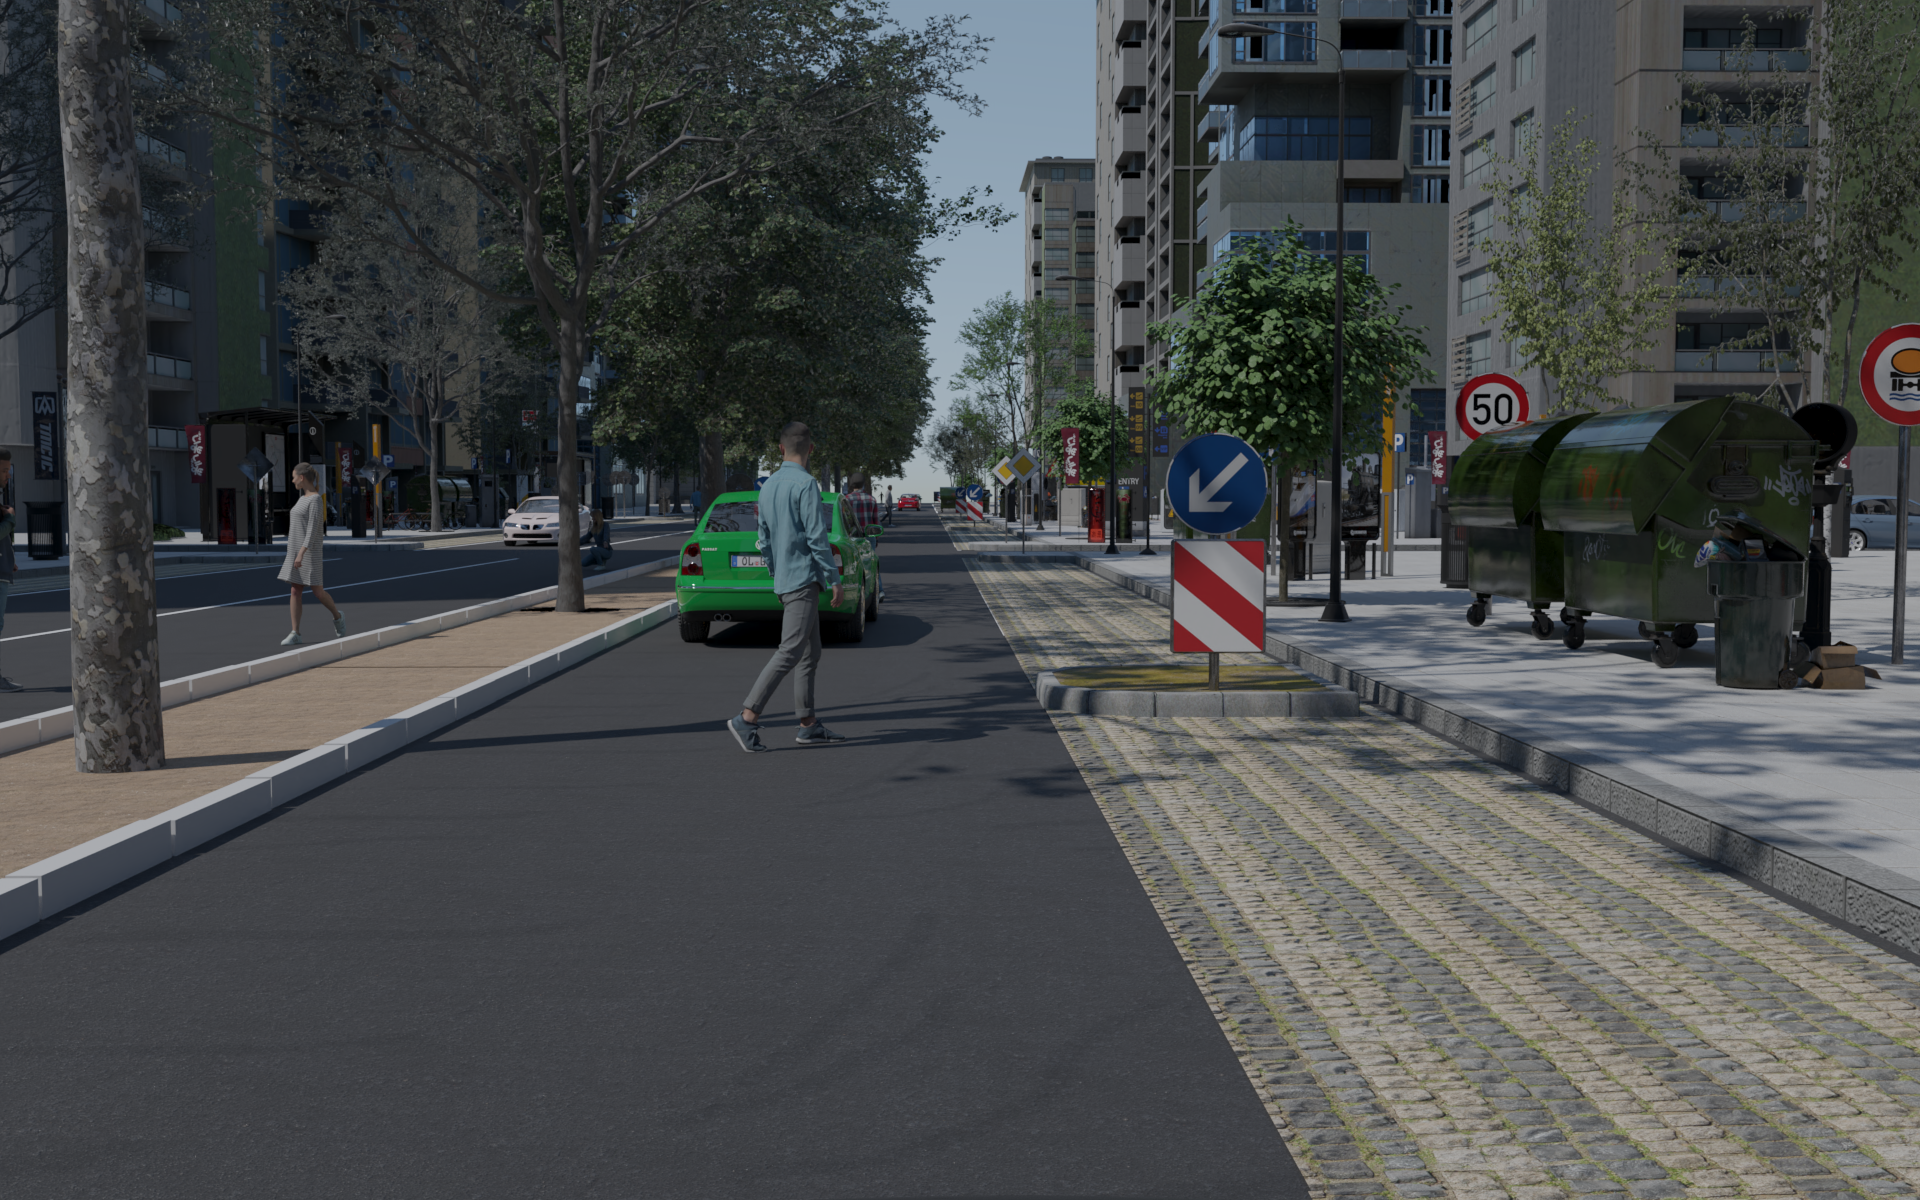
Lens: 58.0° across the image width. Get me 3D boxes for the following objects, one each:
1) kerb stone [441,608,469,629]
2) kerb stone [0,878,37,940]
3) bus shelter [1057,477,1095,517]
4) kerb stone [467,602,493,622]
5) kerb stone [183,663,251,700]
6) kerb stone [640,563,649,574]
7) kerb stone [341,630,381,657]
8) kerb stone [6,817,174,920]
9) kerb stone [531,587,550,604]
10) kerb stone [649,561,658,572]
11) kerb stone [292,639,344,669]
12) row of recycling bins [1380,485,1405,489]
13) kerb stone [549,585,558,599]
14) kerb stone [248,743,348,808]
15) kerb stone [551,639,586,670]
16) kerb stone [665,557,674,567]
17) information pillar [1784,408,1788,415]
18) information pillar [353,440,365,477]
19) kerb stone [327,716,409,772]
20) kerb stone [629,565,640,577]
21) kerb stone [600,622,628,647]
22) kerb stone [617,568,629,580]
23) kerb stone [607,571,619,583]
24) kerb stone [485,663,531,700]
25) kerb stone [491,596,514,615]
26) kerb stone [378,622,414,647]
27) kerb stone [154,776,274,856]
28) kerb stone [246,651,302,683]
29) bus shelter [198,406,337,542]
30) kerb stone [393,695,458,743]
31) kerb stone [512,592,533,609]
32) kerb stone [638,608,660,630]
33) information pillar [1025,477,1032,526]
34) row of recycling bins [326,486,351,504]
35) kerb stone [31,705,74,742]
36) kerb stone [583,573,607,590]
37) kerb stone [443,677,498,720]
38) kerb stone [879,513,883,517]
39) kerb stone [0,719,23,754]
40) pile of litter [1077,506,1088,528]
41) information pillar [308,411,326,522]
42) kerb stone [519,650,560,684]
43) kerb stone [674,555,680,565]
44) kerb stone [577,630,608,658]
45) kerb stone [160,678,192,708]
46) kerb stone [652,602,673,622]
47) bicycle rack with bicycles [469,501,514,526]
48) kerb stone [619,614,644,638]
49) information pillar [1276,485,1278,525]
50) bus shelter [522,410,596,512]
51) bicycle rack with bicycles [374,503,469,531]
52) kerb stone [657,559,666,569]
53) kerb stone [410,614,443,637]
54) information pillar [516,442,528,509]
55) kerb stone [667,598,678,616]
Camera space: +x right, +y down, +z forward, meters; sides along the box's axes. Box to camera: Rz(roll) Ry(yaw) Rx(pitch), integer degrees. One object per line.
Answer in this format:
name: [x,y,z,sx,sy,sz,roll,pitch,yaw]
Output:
kerb stone: [-5.500,0.218,18.624,0.120,0.150,1.000,0,4,-1]
kerb stone: [-3.136,1.037,5.302,0.120,0.150,1.000,0,4,-1]
bus shelter: [5.260,-6.024,76.127,2.179,5.291,8.768,0,4,-1]
kerb stone: [-5.515,0.155,19.654,0.120,0.150,1.000,0,4,-1]
kerb stone: [-5.381,0.594,12.479,0.120,0.150,1.000,0,4,-1]
kerb stone: [-5.740,-0.534,30.923,0.120,0.150,1.000,0,4,-1]
kerb stone: [-5.443,0.407,15.549,0.120,0.150,1.000,0,4,-1]
kerb stone: [-3.158,0.971,6.325,0.120,0.150,1.000,0,4,-1]
kerb stone: [-5.580,-0.032,22.724,0.120,0.150,1.000,0,4,-1]
kerb stone: [-5.759,-0.597,31.950,0.120,0.150,1.000,0,4,-1]
kerb stone: [-5.421,0.469,14.525,0.120,0.150,1.000,0,4,-1]
row of recycling bins: [19.224,-4.227,76.218,3.534,1.692,1.069,1,4,23]
kerb stone: [-5.597,-0.095,23.746,0.120,0.150,1.000,0,4,-1]
kerb stone: [-3.201,0.849,8.379,0.120,0.150,1.000,0,4,-1]
kerb stone: [-3.315,0.469,14.530,0.120,0.150,1.000,0,4,-1]
kerb stone: [-5.807,-0.722,34.000,0.120,0.150,1.000,0,4,-1]
information pillar: [22.413,-3.422,47.310,0.504,3.616,0.183,-3,4,-37]
information pillar: [-25.717,-5.062,74.120,0.504,3.616,0.183,-2,4,-26]
kerb stone: [-3.218,0.782,9.406,0.120,0.150,1.000,0,4,-1]
kerb stone: [-5.713,-0.470,29.901,0.120,0.150,1.000,0,4,-1]
kerb stone: [-3.351,0.344,16.574,0.120,0.150,1.000,0,4,-1]
kerb stone: [-5.702,-0.407,28.874,0.120,0.150,1.000,0,4,-1]
kerb stone: [-5.678,-0.344,27.851,0.120,0.150,1.000,0,4,-1]
kerb stone: [-3.284,0.595,12.476,0.120,0.150,1.000,0,4,-1]
kerb stone: [-5.538,0.093,20.677,0.120,0.150,1.000,0,4,-1]
kerb stone: [-5.457,0.344,16.577,0.120,0.150,1.000,0,4,-1]
kerb stone: [-3.172,0.915,7.347,0.120,0.150,1.000,0,4,-1]
kerb stone: [-5.396,0.535,13.503,0.120,0.150,1.000,0,4,-1]
bus shelter: [-19.677,-3.563,49.530,1.731,3.624,6.357,0,4,-1]
kerb stone: [-3.238,0.722,10.430,0.120,0.150,1.000,0,4,-1]
kerb stone: [-5.558,0.030,21.699,0.120,0.150,1.000,0,4,-1]
kerb stone: [-3.395,0.219,18.627,0.120,0.150,1.000,0,4,-1]
information pillar: [2.699,-4.006,69.982,0.304,2.012,0.304,-3,4,-36]
row of recycling bins: [-28.287,-4.184,75.526,3.534,1.692,1.069,-1,4,-15]
kerb stone: [-5.337,0.722,10.425,0.120,0.150,1.000,0,4,-1]
kerb stone: [-5.661,-0.283,26.828,0.120,0.150,1.000,0,4,-1]
kerb stone: [-3.255,0.657,11.454,0.120,0.150,1.000,0,4,-1]
kerb stone: [-5.347,-5.897,118.615,0.120,0.150,1.000,0,4,-1]
kerb stone: [-5.316,0.784,9.403,0.120,0.150,1.000,0,4,-1]
pile of litter: [5.049,-3.172,65.834,1.176,0.858,1.719,0,4,4]
information pillar: [-18.138,-3.518,48.870,0.504,3.616,0.183,1,4,20]
kerb stone: [-3.303,0.532,13.508,0.120,0.150,1.000,0,4,-1]
kerb stone: [-5.814,-0.785,35.023,0.120,0.150,1.000,0,4,-1]
kerb stone: [-3.341,0.406,15.552,0.120,0.150,1.000,0,4,-1]
kerb stone: [-5.368,0.657,11.450,0.120,0.150,1.000,0,4,-1]
kerb stone: [-3.424,0.156,19.649,0.120,0.150,1.000,0,4,-1]
bicycle rack with bicycles: [-19.354,-3.492,70.483,2.852,0.926,2.925,-2,4,-24]
kerb stone: [-3.377,0.281,17.602,0.120,0.150,1.000,0,4,-1]
information pillar: [13.524,-4.980,72.771,0.504,3.616,0.183,1,4,15]
bus shelter: [-19.824,-6.582,85.246,2.179,5.291,8.768,0,4,-1]
bicycle rack with bicycles: [-19.062,-2.928,61.258,2.925,0.926,2.852,-1,4,-12]
kerb stone: [-5.775,-0.655,32.972,0.120,0.150,1.000,0,4,-1]
kerb stone: [-5.484,0.282,17.599,0.120,0.150,1.000,0,4,-1]
information pillar: [-19.625,-5.274,77.586,0.504,3.616,0.183,-2,4,-26]
kerb stone: [-3.438,0.093,20.680,0.120,0.150,1.000,0,4,-1]
